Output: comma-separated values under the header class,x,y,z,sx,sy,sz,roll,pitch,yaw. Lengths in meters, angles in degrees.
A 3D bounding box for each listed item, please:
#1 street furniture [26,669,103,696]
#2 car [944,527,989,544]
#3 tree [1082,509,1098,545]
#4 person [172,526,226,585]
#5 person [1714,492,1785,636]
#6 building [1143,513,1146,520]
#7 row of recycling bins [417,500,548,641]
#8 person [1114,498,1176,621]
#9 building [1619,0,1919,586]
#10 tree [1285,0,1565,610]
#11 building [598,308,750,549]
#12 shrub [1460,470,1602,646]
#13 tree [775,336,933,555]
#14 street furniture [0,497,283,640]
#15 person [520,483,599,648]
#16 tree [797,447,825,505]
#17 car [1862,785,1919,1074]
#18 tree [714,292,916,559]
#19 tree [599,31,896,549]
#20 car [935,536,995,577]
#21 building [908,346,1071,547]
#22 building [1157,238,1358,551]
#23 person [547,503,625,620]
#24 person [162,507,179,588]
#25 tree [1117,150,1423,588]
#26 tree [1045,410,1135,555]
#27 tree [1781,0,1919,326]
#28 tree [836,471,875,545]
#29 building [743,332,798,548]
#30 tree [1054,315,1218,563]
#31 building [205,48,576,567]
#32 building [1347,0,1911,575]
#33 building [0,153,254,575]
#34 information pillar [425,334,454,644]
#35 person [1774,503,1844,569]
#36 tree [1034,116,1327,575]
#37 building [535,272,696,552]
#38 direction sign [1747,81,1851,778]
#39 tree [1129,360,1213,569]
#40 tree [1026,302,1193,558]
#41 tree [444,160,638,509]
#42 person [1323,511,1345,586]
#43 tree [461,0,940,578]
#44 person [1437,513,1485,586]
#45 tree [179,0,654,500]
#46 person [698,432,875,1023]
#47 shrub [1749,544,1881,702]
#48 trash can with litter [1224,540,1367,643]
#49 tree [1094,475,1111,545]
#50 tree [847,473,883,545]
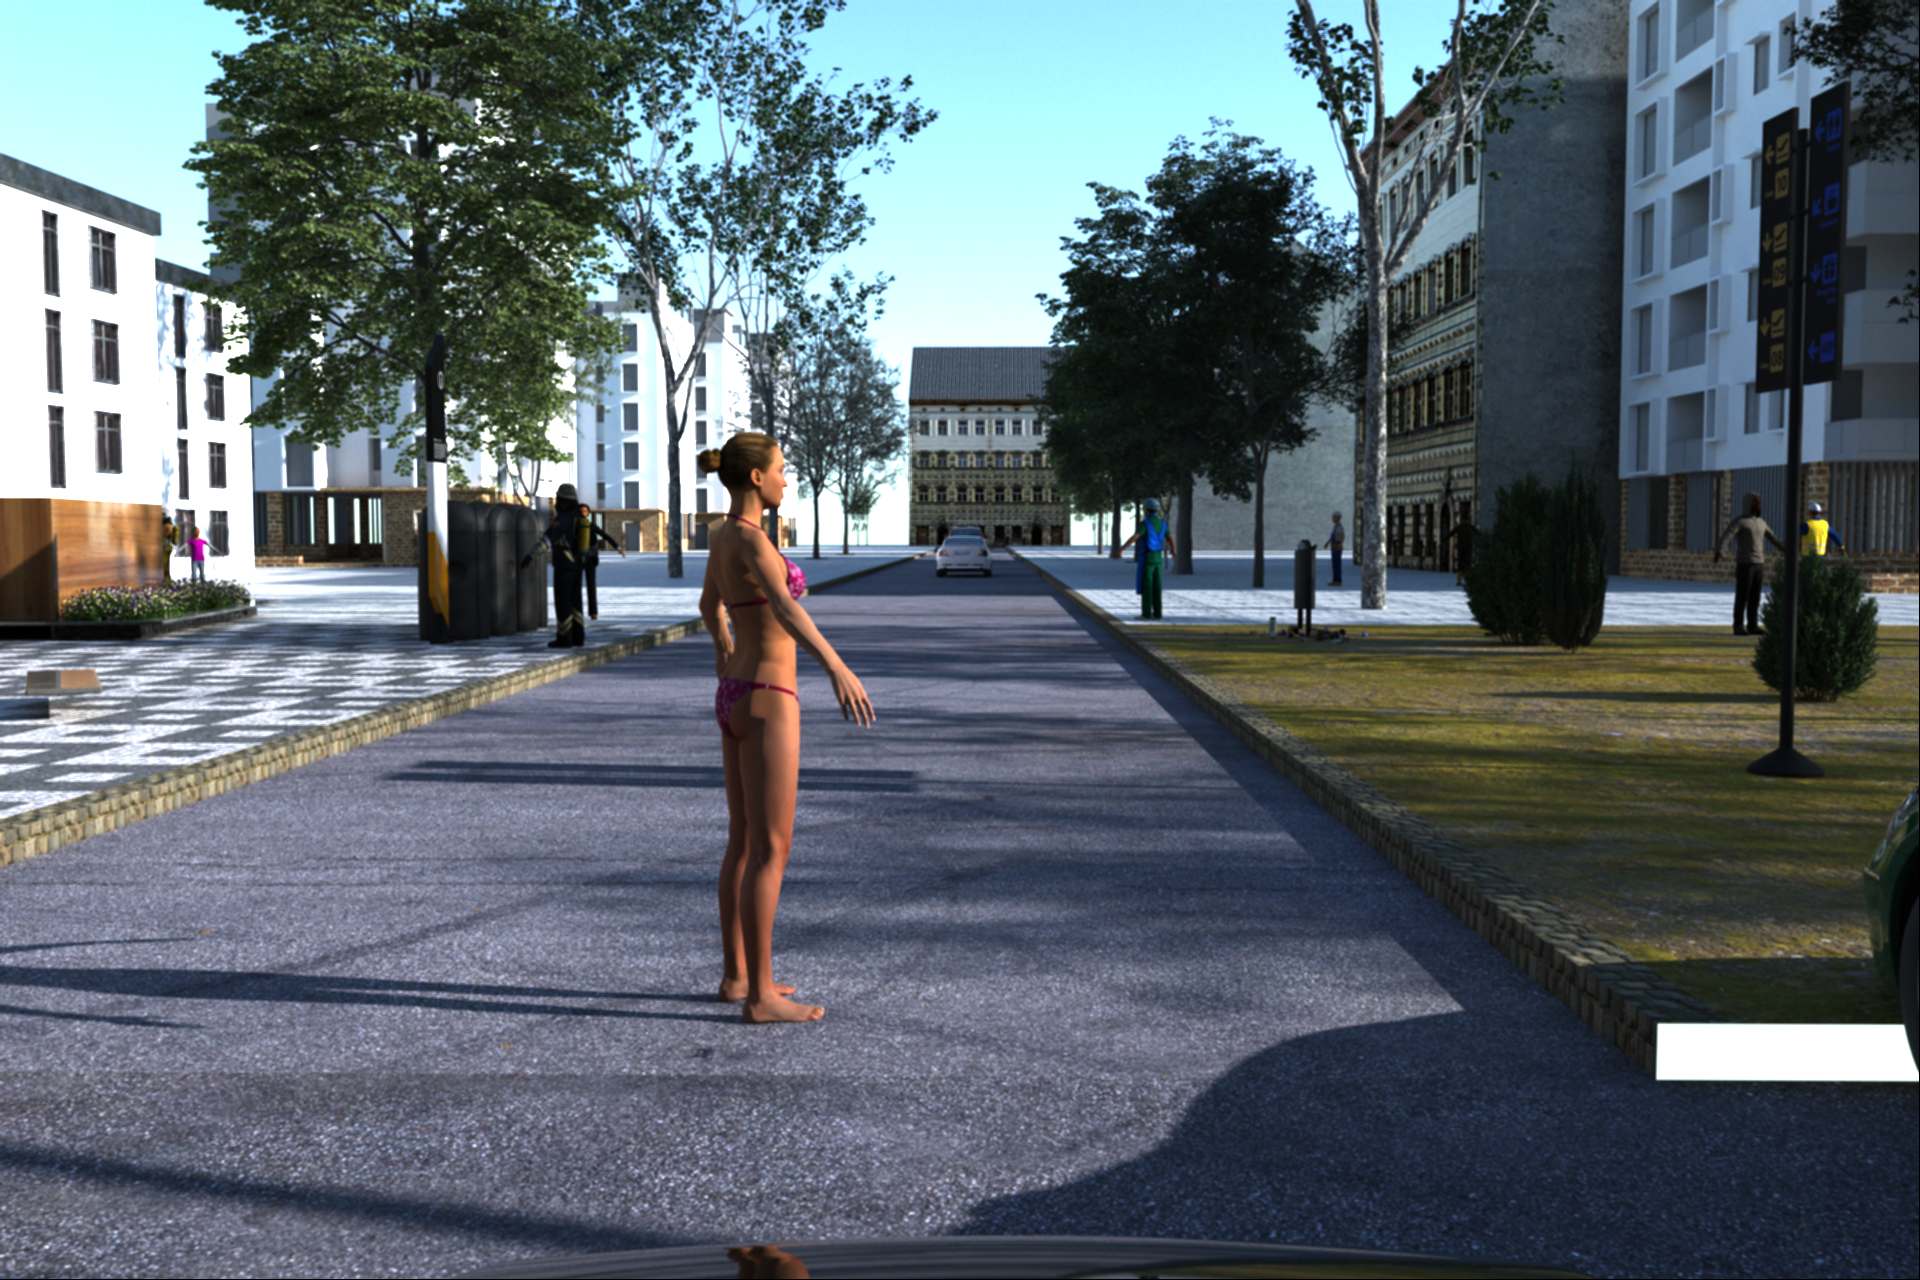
class,x,y,z,sx,sy,sz,roll,pitch,yaw
street furniture,-12.494,-0.348,12.536,11.010,1.723,9.812,-2,4,-28
car,0.347,-4.929,89.260,2.281,1.827,5.304,0,4,1
tree,15.833,-15.284,200.252,4.360,8.622,3.978,0,3,0
person,-14.898,-1.506,33.889,0.991,1.433,0.599,-3,4,-37
person,10.034,-0.968,21.958,1.348,1.813,0.705,-1,4,-22
building,28.019,-18.646,171.319,16.747,18.905,31.486,0,4,1
row of recycling bins,-6.112,-0.941,22.505,1.069,1.692,3.534,0,4,1
person,2.813,-1.201,25.760,1.347,1.817,0.704,-3,5,-43
building,24.814,-11.812,49.549,16.016,20.090,11.380,0,4,1
tree,8.204,-10.528,28.024,12.611,20.169,13.585,0,3,0
building,-24.362,-17.731,146.316,16.016,20.090,11.380,0,3,0
shrub,6.625,-0.959,20.101,1.690,2.028,1.600,0,3,0
tree,-6.869,-11.943,105.642,12.009,13.543,11.850,0,3,0
street furniture,-12.606,-1.060,24.181,9.812,1.723,11.010,-1,4,-10
person,-4.472,-0.849,19.659,0.705,1.856,1.354,2,4,24
tree,-20.542,-17.431,195.359,12.009,13.543,11.850,0,3,0
car,3.276,0.559,2.651,2.131,1.459,4.920,0,4,1
tree,-7.304,-10.879,88.242,12.009,13.543,11.850,0,3,0
tree,-8.516,-12.993,68.323,12.611,20.169,13.585,0,3,0
car,0.162,-2.861,59.135,2.083,1.381,4.827,0,4,1
building,3.543,-22.532,201.775,18.063,23.208,19.493,0,4,1
building,25.137,-18.804,138.378,19.493,23.208,18.063,0,4,1
person,-5.632,-1.174,25.913,1.216,1.740,0.721,-1,4,-10
person,-17.070,-1.916,37.092,0.705,1.858,1.354,-2,4,-28
tree,7.445,-6.547,41.463,7.601,10.594,8.767,-3,5,-39
tree,9.010,-11.544,106.878,7.486,12.596,7.792,0,3,0
tree,13.156,-5.069,17.290,8.767,10.594,7.601,0,4,5
tree,-11.881,-15.122,197.605,4.737,8.622,4.395,0,3,0
building,-21.719,-18.795,163.718,16.016,20.090,11.380,0,4,1
tree,7.804,-9.254,77.054,9.928,11.665,9.643,0,3,0
building,-23.245,-12.981,68.656,16.016,20.090,11.380,0,4,1
building,25.457,-14.141,62.128,19.493,23.208,18.063,0,4,1
building,-25.397,-6.323,45.521,9.099,9.664,28.070,0,4,2
information pillar,-6.072,-1.759,20.117,0.183,3.616,0.504,0,4,0
person,15.327,-1.541,31.161,1.349,1.833,0.705,0,4,-7
tree,7.097,-9.063,54.837,9.857,13.997,8.962,0,3,0
building,-26.543,-16.527,126.631,16.016,20.090,11.380,0,4,2
direction sign,4.430,-1.051,9.188,0.379,3.537,0.876,0,4,0
tree,7.457,-6.915,63.427,4.360,8.622,3.978,0,3,0
tree,8.376,-11.377,92.664,9.857,13.997,8.962,0,3,0
tree,-8.667,-5.142,34.442,4.360,8.622,3.978,0,3,0
person,9.332,-2.273,43.027,0.705,1.847,1.347,0,4,-4
tree,-7.422,-11.817,49.103,12.611,20.169,13.585,0,3,0
person,12.548,-2.257,43.040,1.346,1.812,0.704,1,4,23
tree,-8.523,-6.676,27.276,7.486,12.596,7.792,0,3,0
person,-0.538,0.248,5.206,0.721,1.733,1.217,-2,4,-25
shrub,6.620,-0.140,13.403,1.383,1.207,1.383,0,3,0
trash can with litter,4.247,-0.636,21.457,1.678,1.210,2.233,0,4,-1
tree,16.803,-14.974,195.185,4.360,8.622,3.978,0,3,0
tree,-11.161,-15.452,202.998,4.737,8.622,4.395,0,3,0
